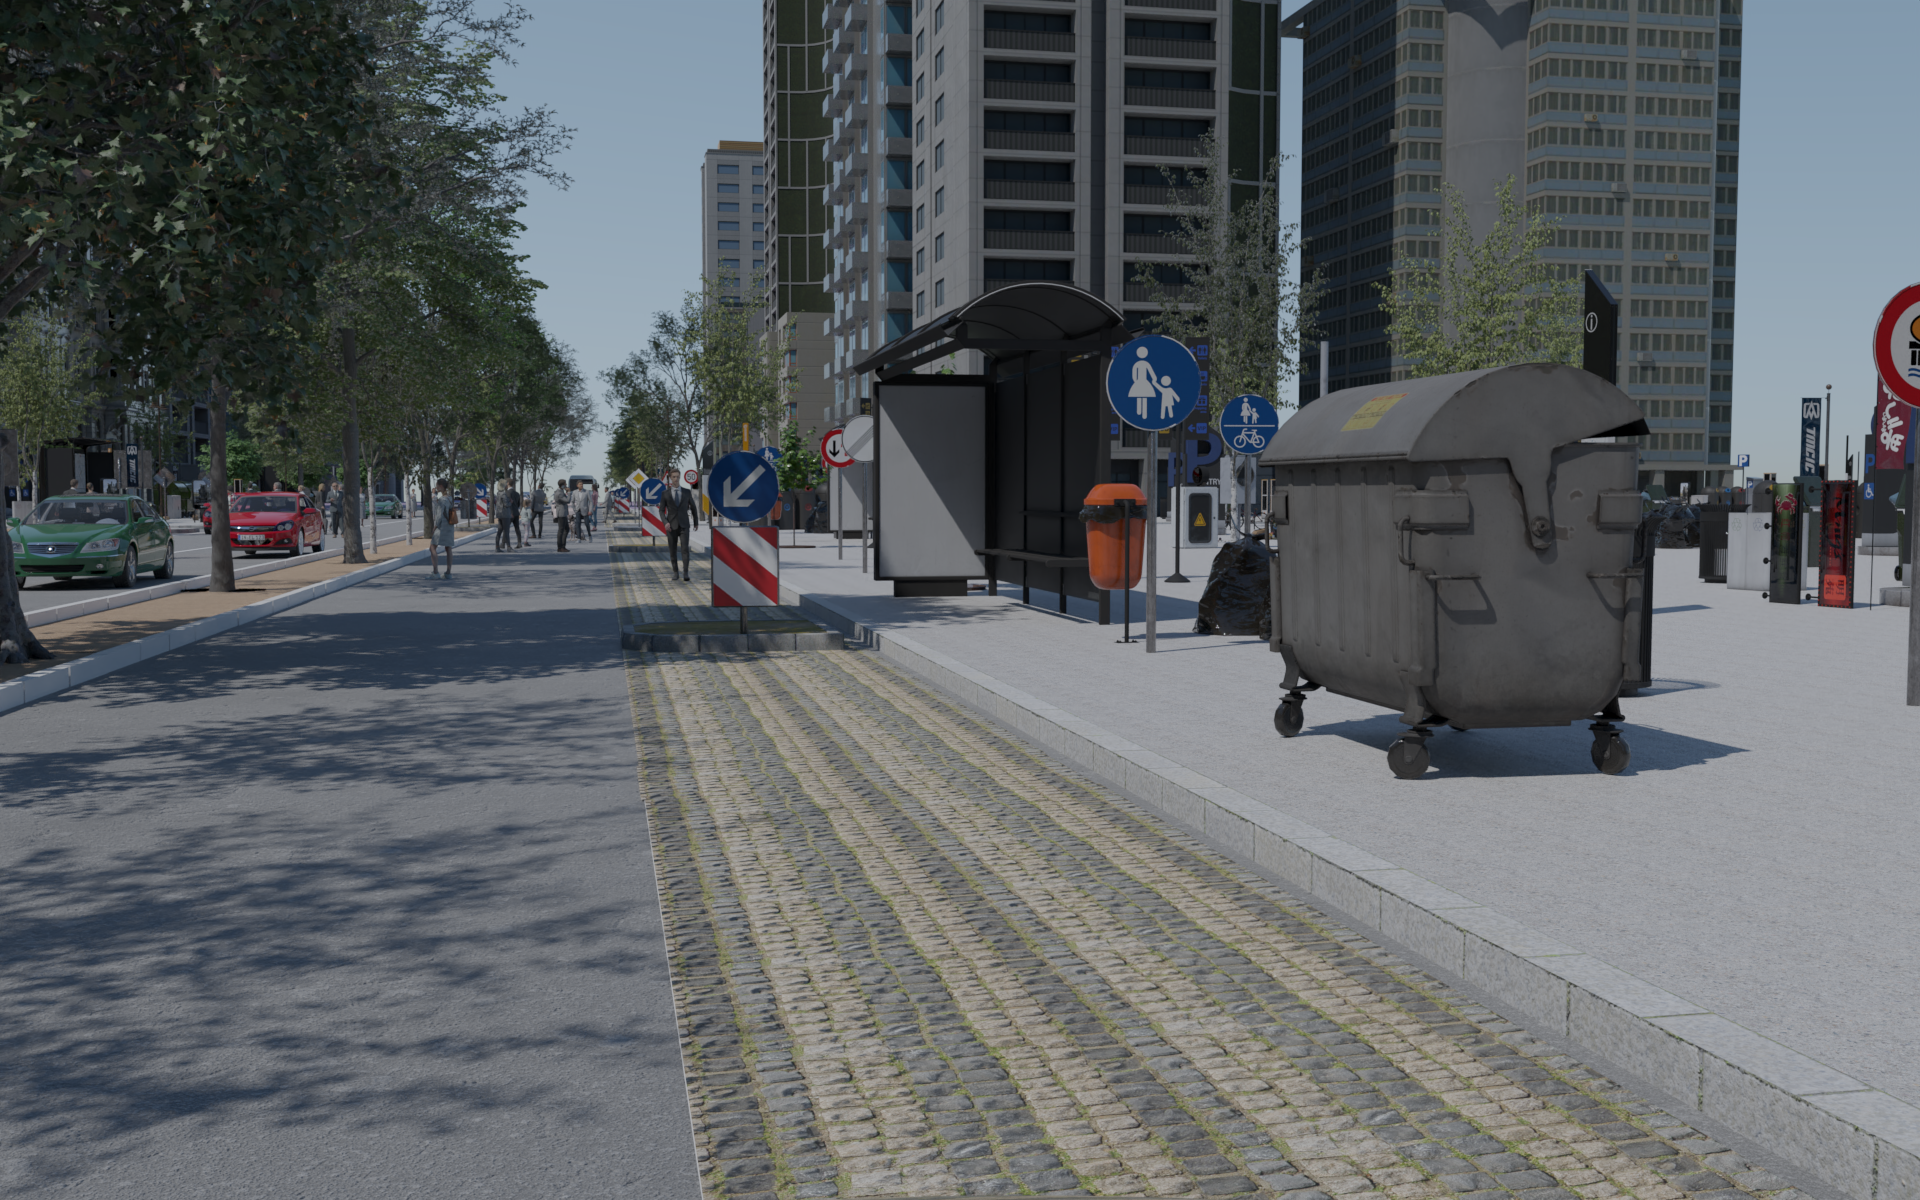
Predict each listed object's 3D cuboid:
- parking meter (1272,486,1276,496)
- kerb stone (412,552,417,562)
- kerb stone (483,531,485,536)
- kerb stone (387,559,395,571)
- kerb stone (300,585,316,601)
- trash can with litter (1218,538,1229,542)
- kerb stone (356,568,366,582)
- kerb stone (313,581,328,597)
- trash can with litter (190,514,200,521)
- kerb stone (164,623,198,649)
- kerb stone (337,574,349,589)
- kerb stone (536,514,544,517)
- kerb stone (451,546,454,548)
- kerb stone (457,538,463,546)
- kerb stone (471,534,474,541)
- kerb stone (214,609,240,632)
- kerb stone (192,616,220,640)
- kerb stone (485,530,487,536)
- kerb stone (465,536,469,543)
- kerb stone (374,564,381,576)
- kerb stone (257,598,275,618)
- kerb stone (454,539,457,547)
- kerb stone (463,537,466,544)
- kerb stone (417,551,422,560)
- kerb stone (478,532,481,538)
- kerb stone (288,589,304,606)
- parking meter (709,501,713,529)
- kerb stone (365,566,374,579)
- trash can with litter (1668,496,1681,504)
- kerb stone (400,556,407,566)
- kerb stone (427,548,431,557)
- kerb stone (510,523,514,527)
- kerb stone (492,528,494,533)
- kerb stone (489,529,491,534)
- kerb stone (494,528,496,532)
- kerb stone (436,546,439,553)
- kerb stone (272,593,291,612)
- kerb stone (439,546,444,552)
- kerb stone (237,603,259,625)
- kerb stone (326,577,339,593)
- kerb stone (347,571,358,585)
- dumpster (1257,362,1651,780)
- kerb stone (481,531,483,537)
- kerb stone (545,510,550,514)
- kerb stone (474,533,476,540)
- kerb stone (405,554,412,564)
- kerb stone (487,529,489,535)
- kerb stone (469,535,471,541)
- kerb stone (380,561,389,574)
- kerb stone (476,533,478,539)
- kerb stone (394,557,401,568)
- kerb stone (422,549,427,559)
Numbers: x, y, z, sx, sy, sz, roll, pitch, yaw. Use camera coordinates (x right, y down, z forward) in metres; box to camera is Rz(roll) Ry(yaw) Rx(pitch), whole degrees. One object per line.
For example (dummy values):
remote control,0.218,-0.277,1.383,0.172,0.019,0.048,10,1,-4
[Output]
parking meter,10.158,-2.870,55.338,0.372,1.533,0.369,0,3,0
kerb stone,-11.579,-0.870,36.421,0.120,0.150,1.000,-1,4,-12
kerb stone,-15.956,-2.159,57.498,0.120,0.150,1.000,-1,4,-12
kerb stone,-10.740,-0.625,32.416,0.120,0.150,1.000,-1,4,-12
kerb stone,-8.875,-0.071,23.384,0.120,0.150,1.000,-1,4,-12
trash can with litter,6.756,-2.240,47.682,1.678,1.210,2.233,1,4,10
kerb stone,-9.911,-0.380,28.409,0.120,0.150,1.000,-1,4,-12
kerb stone,-9.077,-0.134,24.389,0.120,0.150,1.000,-1,4,-12
trash can with litter,-36.757,-4.440,83.989,1.055,1.170,0.624,-2,4,-31
kerb stone,-7.409,0.357,16.365,0.120,0.150,1.000,-1,4,-12
kerb stone,-9.493,-0.257,26.403,0.120,0.150,1.000,-1,4,-12
kerb stone,-27.950,-5.689,115.242,0.120,0.150,1.000,-1,4,-12
kerb stone,-13.449,-1.419,45.446,0.120,0.150,1.000,-1,4,-12
kerb stone,-14.075,-1.604,48.456,0.120,0.150,1.000,-1,4,-12
kerb stone,-14.912,-1.852,52.469,0.120,0.150,1.000,-1,4,-12
kerb stone,-7.828,0.234,18.366,0.120,0.150,1.000,-1,4,-12
kerb stone,-7.617,0.295,17.366,0.120,0.150,1.000,-1,4,-12
kerb stone,-16.168,-2.220,58.498,0.120,0.150,1.000,-1,4,-12
kerb stone,-14.491,-1.728,50.460,0.120,0.150,1.000,-1,4,-12
kerb stone,-10.329,-0.502,30.410,0.120,0.150,1.000,-1,4,-12
kerb stone,-8.244,0.115,20.380,0.120,0.150,1.000,-1,4,-12
kerb stone,-13.653,-1.483,46.447,0.120,0.150,1.000,-1,4,-12
kerb stone,-14.287,-1.667,49.458,0.120,0.150,1.000,-1,4,-12
kerb stone,-11.784,-0.931,37.422,0.120,0.150,1.000,-1,4,-12
kerb stone,-15.531,-2.036,55.477,0.120,0.150,1.000,-1,4,-12
kerb stone,-8.655,-0.011,22.383,0.120,0.150,1.000,-1,4,-12
parking meter,-8.972,-3.524,63.330,0.399,1.863,0.255,0,4,1
kerb stone,-10.117,-0.441,29.410,0.120,0.150,1.000,-1,4,-12
trash can with litter,26.982,-3.377,66.266,1.678,1.210,2.233,-3,5,-40
kerb stone,-11.162,-0.745,34.418,0.120,0.150,1.000,-1,4,-12
kerb stone,-12.198,-1.051,39.430,0.120,0.150,1.000,-1,4,-12
kerb stone,-20.654,-3.540,80.145,0.120,0.150,1.000,-1,4,-12
kerb stone,-16.995,-2.466,62.511,0.120,0.150,1.000,-1,4,-12
kerb stone,-16.579,-2.343,60.503,0.120,0.150,1.000,-1,4,-12
kerb stone,-17.205,-2.527,63.515,0.120,0.150,1.000,-1,4,-12
kerb stone,-12.624,-1.177,41.435,0.120,0.150,1.000,-1,4,-12
kerb stone,-8.448,0.050,21.382,0.120,0.150,1.000,-1,4,-12
kerb stone,-12.825,-1.238,42.437,0.120,0.150,1.000,-1,4,-12
kerb stone,-8.028,0.173,19.373,0.120,0.150,1.000,-1,4,-12
kerb stone,-9.280,-0.196,25.399,0.120,0.150,1.000,-1,4,-12
kerb stone,-9.699,-0.317,27.409,0.120,0.150,1.000,-1,4,-12
dumpster,2.376,-0.168,8.510,1.264,1.857,1.865,-1,4,-12
kerb stone,-15.751,-2.097,56.495,0.120,0.150,1.000,-1,4,-12
kerb stone,-30.879,-6.550,129.292,0.120,0.150,1.000,-1,4,-12
kerb stone,-15.121,-1.913,53.470,0.120,0.150,1.000,-1,4,-12
kerb stone,-11.368,-0.807,35.419,0.120,0.150,1.000,-1,4,-12
kerb stone,-16.365,-2.282,59.501,0.120,0.150,1.000,-1,4,-12
kerb stone,-14.699,-1.781,51.462,0.120,0.150,1.000,-1,4,-12
kerb stone,-10.531,-0.564,31.415,0.120,0.150,1.000,-1,4,-12
kerb stone,-15.330,-1.974,54.474,0.120,0.150,1.000,-1,4,-12
kerb stone,-10.952,-0.686,33.417,0.120,0.150,1.000,-1,4,-12
kerb stone,-11.996,-0.993,38.425,0.120,0.150,1.000,-1,4,-12
